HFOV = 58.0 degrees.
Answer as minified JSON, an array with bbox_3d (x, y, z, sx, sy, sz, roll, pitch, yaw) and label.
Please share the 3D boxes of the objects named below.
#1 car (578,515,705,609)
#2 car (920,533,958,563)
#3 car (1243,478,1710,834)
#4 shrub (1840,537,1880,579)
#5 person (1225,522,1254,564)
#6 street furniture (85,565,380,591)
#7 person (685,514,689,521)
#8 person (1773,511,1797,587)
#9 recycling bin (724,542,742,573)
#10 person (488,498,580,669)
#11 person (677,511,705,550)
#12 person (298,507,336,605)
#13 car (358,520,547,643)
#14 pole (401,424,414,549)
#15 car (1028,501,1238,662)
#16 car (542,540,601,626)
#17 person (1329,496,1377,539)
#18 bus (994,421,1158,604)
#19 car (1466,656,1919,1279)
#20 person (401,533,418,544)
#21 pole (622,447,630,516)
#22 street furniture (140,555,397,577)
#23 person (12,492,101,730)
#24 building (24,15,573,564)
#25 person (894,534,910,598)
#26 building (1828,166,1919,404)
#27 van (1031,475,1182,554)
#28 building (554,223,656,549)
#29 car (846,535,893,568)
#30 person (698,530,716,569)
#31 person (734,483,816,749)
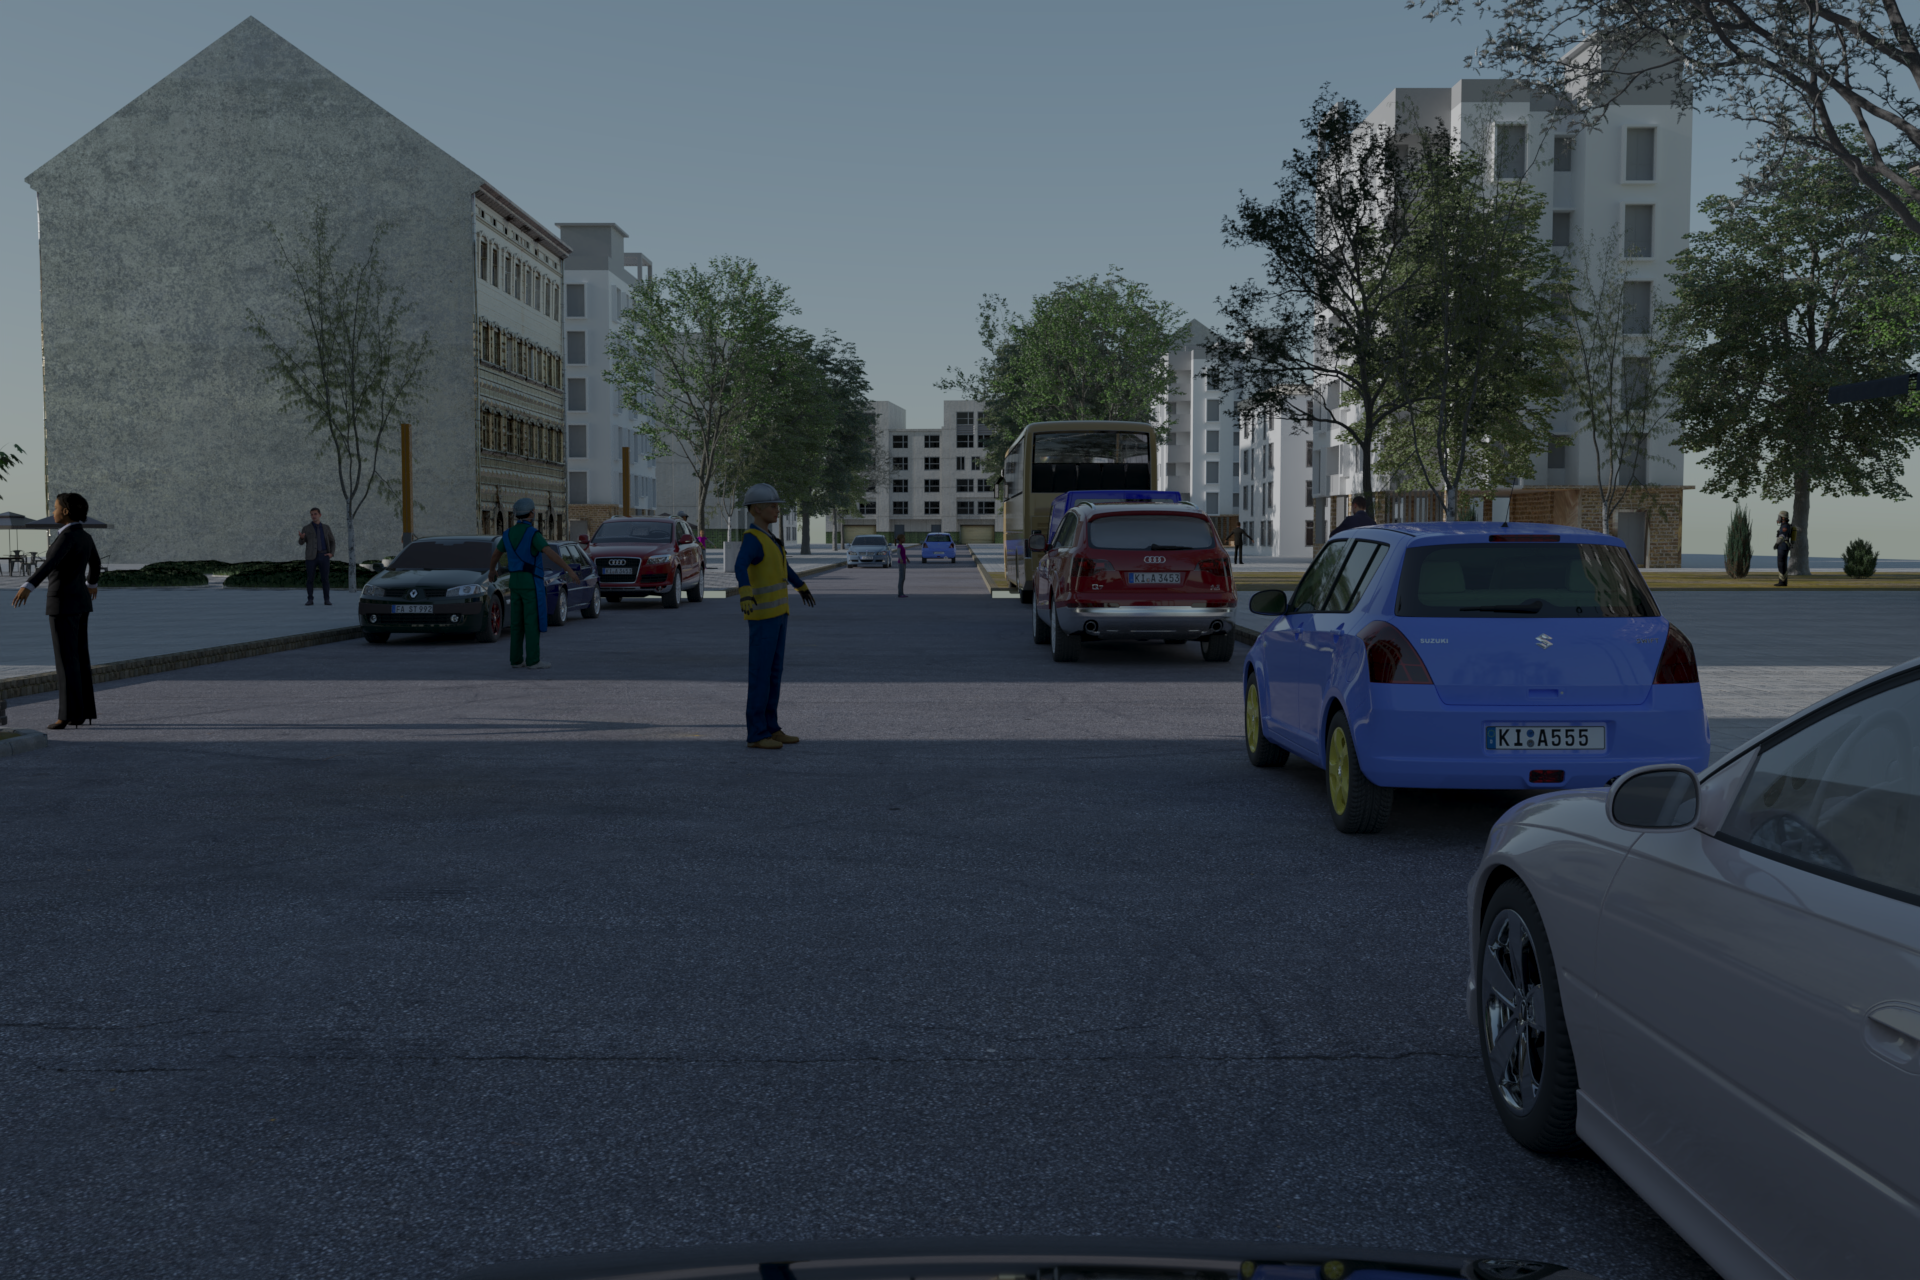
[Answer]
[{"bbox_3d":[-6.433,-1.610,35.004,2.281,1.827,5.304,0,4,0],"label":"car"},{"bbox_3d":[-1.046,-4.672,85.977,1.945,1.707,3.694,0,4,0],"label":"car"},{"bbox_3d":[2.633,0.000,9.585,1.945,1.707,3.694,0,4,0],"label":"car"},{"bbox_3d":[25.740,-2.350,49.541,1.383,1.207,1.383,0,3,0],"label":"shrub"},{"bbox_3d":[11.853,-4.122,73.612,1.346,1.802,0.704,2,4,33],"label":"person"},{"bbox_3d":[-15.622,-1.621,42.126,10.072,0.657,5.734,1,4,16],"label":"street furniture"},{"bbox_3d":[-7.107,-2.351,44.372,0.705,1.837,1.347,-1,4,-11],"label":"person"},{"bbox_3d":[20.111,-2.239,42.385,0.705,1.856,1.354,2,4,31],"label":"person"},{"bbox_3d":[-7.486,-2.771,57.861,0.722,1.027,0.722,0,4,1],"label":"recycling bin"},{"bbox_3d":[-4.614,-0.607,18.507,1.347,1.817,0.704,2,4,33],"label":"person"},{"bbox_3d":[-6.589,-2.149,41.103,1.349,1.833,0.705,3,4,38],"label":"person"},{"bbox_3d":[-11.516,-1.495,31.015,0.617,1.759,0.750,-1,4,-17],"label":"person"},{"bbox_3d":[-6.970,-0.873,24.053,2.009,1.686,4.222,0,3,0],"label":"car"},{"bbox_3d":[-10.236,-2.340,32.109,0.158,3.312,0.155,0,3,0],"label":"pole"},{"bbox_3d":[2.007,-0.752,20.963,2.281,1.827,5.304,0,4,-1],"label":"car"},{"bbox_3d":[-7.018,-0.952,28.141,1.945,1.354,3.894,0,4,0],"label":"car"},{"bbox_3d":[4.961,-0.958,22.160,0.683,1.767,0.568,-2,4,-24],"label":"person"},{"bbox_3d":[2.386,-2.873,38.520,2.896,3.916,12.252,0,4,-1],"label":"bus"},{"bbox_3d":[2.207,0.597,2.599,2.083,1.381,4.827,0,4,0],"label":"car"},{"bbox_3d":[-22.225,-3.904,69.957,1.348,1.813,0.705,3,5,40],"label":"person"},{"bbox_3d":[-7.814,-2.860,40.606,0.158,3.312,0.155,0,3,0],"label":"pole"},{"bbox_3d":[-20.656,-2.310,53.387,10.072,0.657,5.734,3,5,43],"label":"street furniture"},{"bbox_3d":[-6.656,-0.222,12.811,0.721,1.740,1.216,0,4,-4],"label":"person"},{"bbox_3d":[-30.147,-15.419,83.037,19.493,23.208,18.063,0,4,-1],"label":"building"},{"bbox_3d":[-1.256,-1.675,39.116,0.599,1.433,0.991,0,4,8],"label":"person"},{"bbox_3d":[25.079,-17.298,28.942,12.429,33.558,17.177,0,4,0],"label":"building"},{"bbox_3d":[2.279,-1.355,26.543,2.240,2.365,5.245,0,3,0],"label":"van"},{"bbox_3d":[-25.943,-15.303,106.622,16.016,20.090,11.380,0,4,0],"label":"building"},{"bbox_3d":[-3.844,-3.789,73.959,2.014,1.417,4.499,0,4,0],"label":"car"},{"bbox_3d":[-9.338,-3.275,62.810,0.991,1.433,0.599,-1,4,-17],"label":"person"},{"bbox_3d":[-1.236,-0.168,11.675,0.721,1.772,1.216,1,4,15],"label":"person"}]
